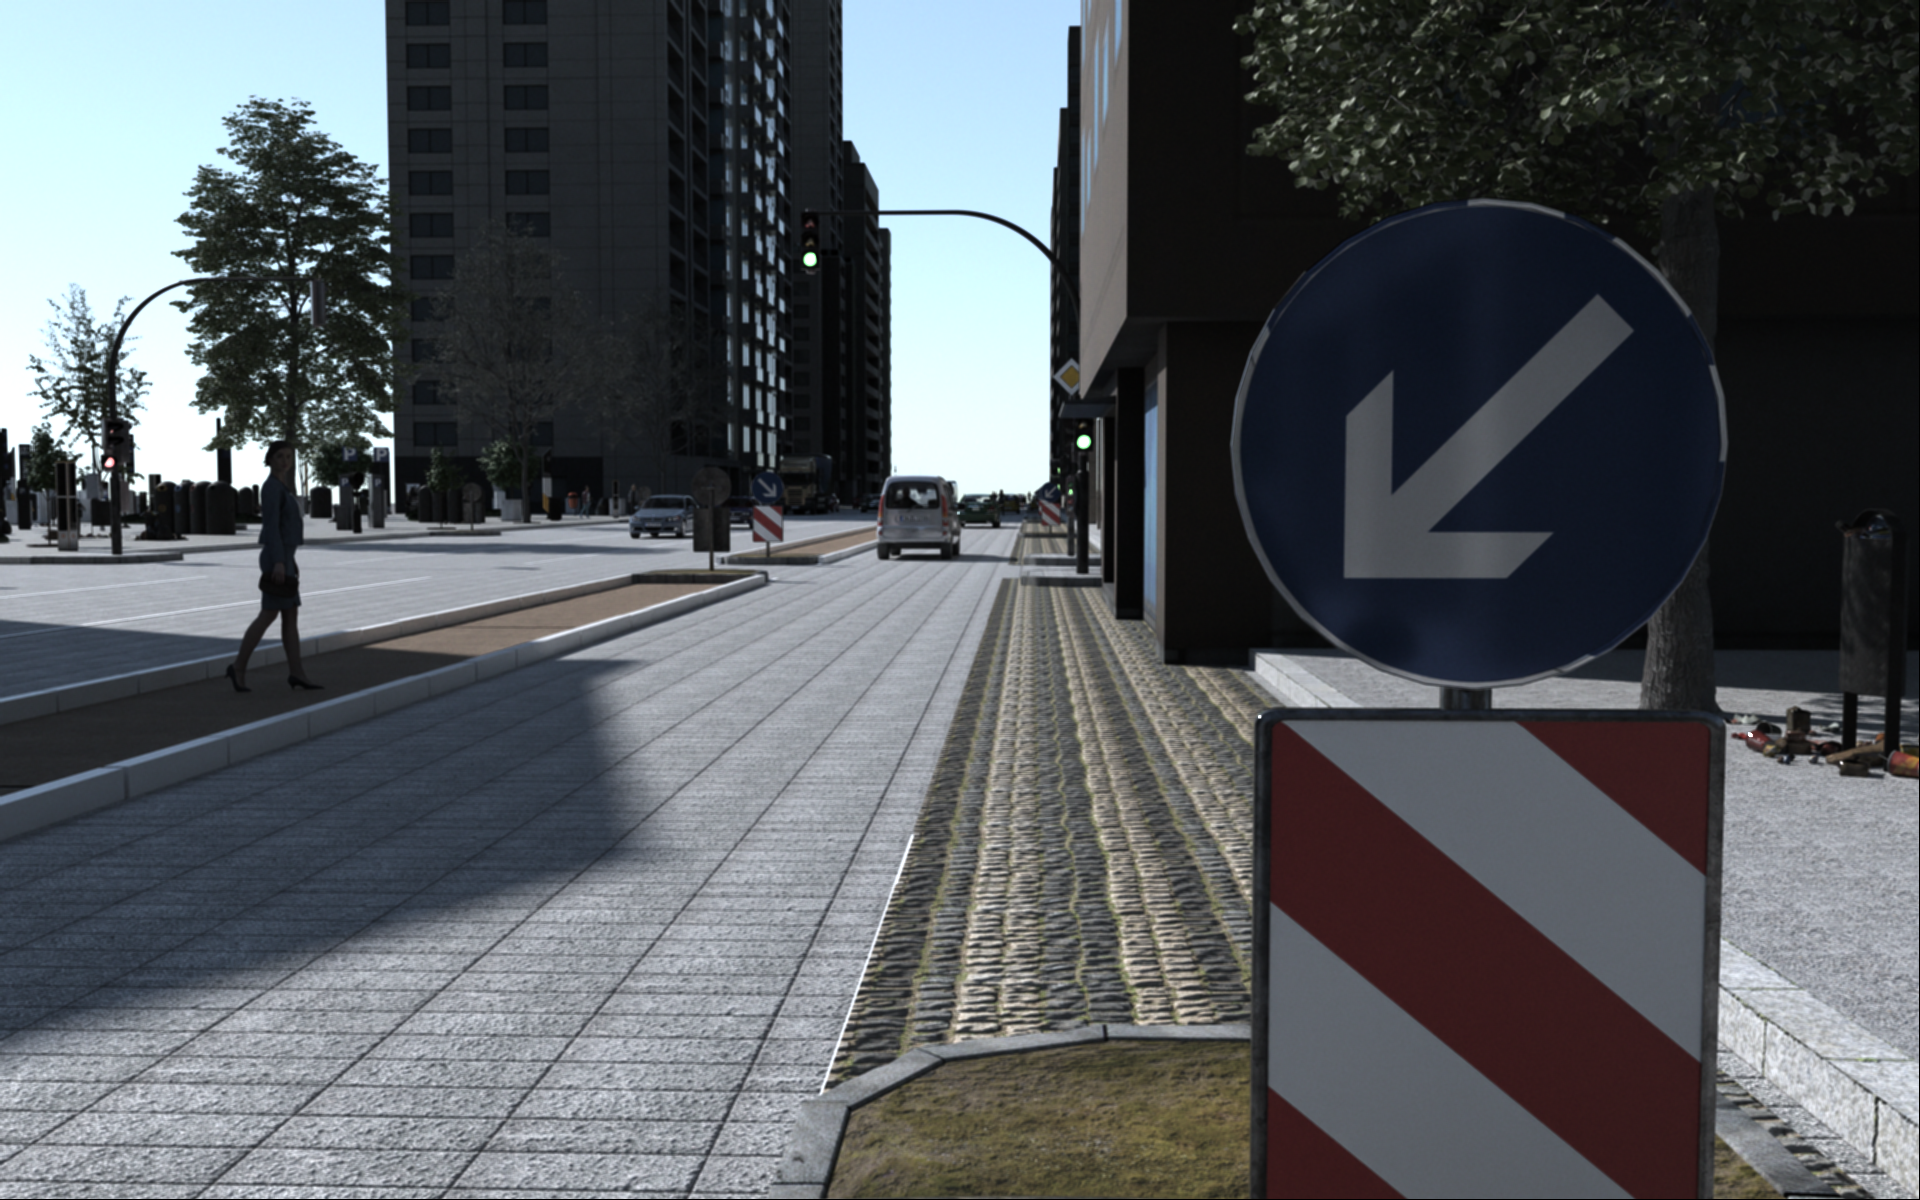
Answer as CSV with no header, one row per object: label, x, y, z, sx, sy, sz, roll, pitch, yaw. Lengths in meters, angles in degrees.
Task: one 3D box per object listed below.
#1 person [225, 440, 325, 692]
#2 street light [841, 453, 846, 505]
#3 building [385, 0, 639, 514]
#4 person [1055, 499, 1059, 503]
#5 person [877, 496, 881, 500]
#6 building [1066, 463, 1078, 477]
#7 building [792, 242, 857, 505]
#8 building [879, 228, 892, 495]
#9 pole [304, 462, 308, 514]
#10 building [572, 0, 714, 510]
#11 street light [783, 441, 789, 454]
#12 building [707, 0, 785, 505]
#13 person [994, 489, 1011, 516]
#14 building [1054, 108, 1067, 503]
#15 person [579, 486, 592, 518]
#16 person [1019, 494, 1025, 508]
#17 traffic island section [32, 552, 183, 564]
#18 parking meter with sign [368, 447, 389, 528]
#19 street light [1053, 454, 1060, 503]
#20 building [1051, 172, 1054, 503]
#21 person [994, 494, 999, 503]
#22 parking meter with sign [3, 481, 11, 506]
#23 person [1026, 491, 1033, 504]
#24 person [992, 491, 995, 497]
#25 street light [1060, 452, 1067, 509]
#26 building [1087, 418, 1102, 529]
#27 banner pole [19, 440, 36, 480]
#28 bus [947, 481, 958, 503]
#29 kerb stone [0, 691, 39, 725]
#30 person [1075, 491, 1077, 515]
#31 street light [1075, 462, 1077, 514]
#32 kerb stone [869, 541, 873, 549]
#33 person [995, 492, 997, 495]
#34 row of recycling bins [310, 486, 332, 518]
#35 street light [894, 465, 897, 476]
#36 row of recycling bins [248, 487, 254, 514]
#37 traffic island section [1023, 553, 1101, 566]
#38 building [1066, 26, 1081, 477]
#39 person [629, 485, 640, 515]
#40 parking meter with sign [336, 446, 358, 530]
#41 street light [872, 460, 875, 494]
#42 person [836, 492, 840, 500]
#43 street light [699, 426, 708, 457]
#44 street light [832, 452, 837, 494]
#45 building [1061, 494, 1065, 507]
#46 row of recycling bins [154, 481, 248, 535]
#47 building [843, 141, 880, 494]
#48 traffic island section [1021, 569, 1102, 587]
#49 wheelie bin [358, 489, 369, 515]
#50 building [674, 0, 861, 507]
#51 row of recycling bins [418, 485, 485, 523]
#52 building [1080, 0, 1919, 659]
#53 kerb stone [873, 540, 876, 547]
person,-4.974,-0.246,12.546,0.654,1.822,0.581,0,4,2
street light,-13.212,-13.691,196.636,0.468,5.910,1.993,0,4,2
building,-26.489,-41.782,121.380,20.563,71.187,20.611,0,4,2
person,10.112,-10.631,179.728,0.709,1.838,0.599,1,4,22
person,-5.316,-7.030,123.464,1.348,1.821,0.705,-2,4,-28
building,18.979,-42.692,136.265,20.563,71.187,20.611,0,4,2
building,-19.774,-26.347,202.471,14.160,30.474,14.107,0,4,2
building,-17.828,-35.197,259.071,14.154,41.232,14.086,0,4,2
pole,-41.248,-7.062,109.302,0.158,3.312,0.155,0,3,0
building,-25.400,-44.935,172.940,20.563,71.187,20.611,0,4,2
street light,-15.150,-10.864,150.412,0.468,5.910,1.993,0,4,2
building,-27.225,-32.314,147.947,23.786,49.044,30.456,0,4,2
person,2.754,-6.460,114.843,1.217,1.735,0.721,0,4,-2
building,22.430,-35.717,207.677,21.300,48.544,21.600,0,4,2
person,-19.714,-5.162,91.275,0.643,1.720,0.563,2,4,26
person,6.132,-9.822,172.317,0.421,1.427,0.697,-3,4,-36
traffic island section,-17.902,-0.884,36.742,2.009,0.180,2.903,0,4,2
parking meter with sign,-21.971,-4.219,65.244,0.543,3.016,1.738,-2,4,-31
street light,11.097,-13.632,195.668,0.468,5.910,1.993,0,4,2
building,23.650,-37.902,243.390,21.300,48.544,21.600,0,4,2
person,3.359,-9.398,165.380,0.991,1.433,0.599,-2,4,-32
parking meter with sign,-56.632,-6.515,102.781,1.738,3.016,0.543,1,4,20
person,10.189,-15.021,254.091,1.348,1.824,0.705,-3,4,-36
person,4.087,-12.126,207.293,0.617,1.759,0.750,-3,4,-36
street light,9.141,-10.814,149.602,0.468,5.910,1.993,0,4,2
building,14.850,-16.109,67.893,19.350,26.468,34.151,0,4,2
banner pole,-43.414,-5.561,80.936,0.401,3.779,0.863,0,4,-4
bus,-1.993,-14.877,238.095,2.948,3.499,13.247,0,4,3
kerb stone,-5.970,0.698,10.792,0.120,0.150,1.000,0,4,2
person,7.046,-6.017,104.546,0.709,1.813,0.853,2,4,28
street light,7.536,-8.552,112.618,0.468,5.910,1.993,0,4,2
kerb stone,-2.435,-1.397,45.041,0.120,0.150,1.000,0,4,2
person,5.210,-15.211,258.029,0.721,1.723,1.217,-3,4,-38
row of recycling bins,-34.578,-5.303,93.811,1.069,1.692,3.534,-1,4,-15
street light,-10.101,-18.222,270.718,0.468,5.910,1.993,0,4,2
row of recycling bins,-42.066,-5.629,99.140,3.534,1.692,1.069,1,4,14
traffic island section,2.321,-0.833,35.895,2.009,0.180,2.903,0,4,2
building,16.571,-28.843,155.185,14.154,41.232,14.086,0,4,2
person,-17.786,-5.423,94.889,0.709,1.800,0.728,0,4,-7
parking meter with sign,-22.081,-4.039,62.299,0.543,3.016,1.738,-1,4,-9
street light,-11.682,-15.958,233.708,0.468,5.910,1.993,0,4,2
person,-12.148,-9.945,172.573,0.415,1.643,0.593,0,4,4
street light,-16.765,-8.602,113.428,0.468,5.910,1.993,0,4,2
street light,-13.599,-13.132,187.502,0.468,5.910,1.993,0,4,2
building,26.486,-29.477,173.823,32.217,40.220,23.993,0,4,2
row of recycling bins,-24.465,-2.952,55.384,3.534,1.692,1.069,2,4,32
building,-22.802,-37.759,241.058,21.300,48.544,21.600,0,4,2
traffic island section,1.988,-0.345,27.917,2.009,0.180,2.903,0,4,2
wheelie bin,-36.219,-5.961,105.373,0.693,1.594,0.980,1,4,15
building,-23.244,-47.758,219.101,20.563,71.187,20.611,0,4,2
row of recycling bins,-22.841,-4.319,77.725,3.534,1.692,1.069,2,4,23
building,8.527,-22.591,19.466,14.600,45.320,14.200,0,4,2
kerb stone,-2.396,-1.458,46.062,0.120,0.150,1.000,0,4,2
